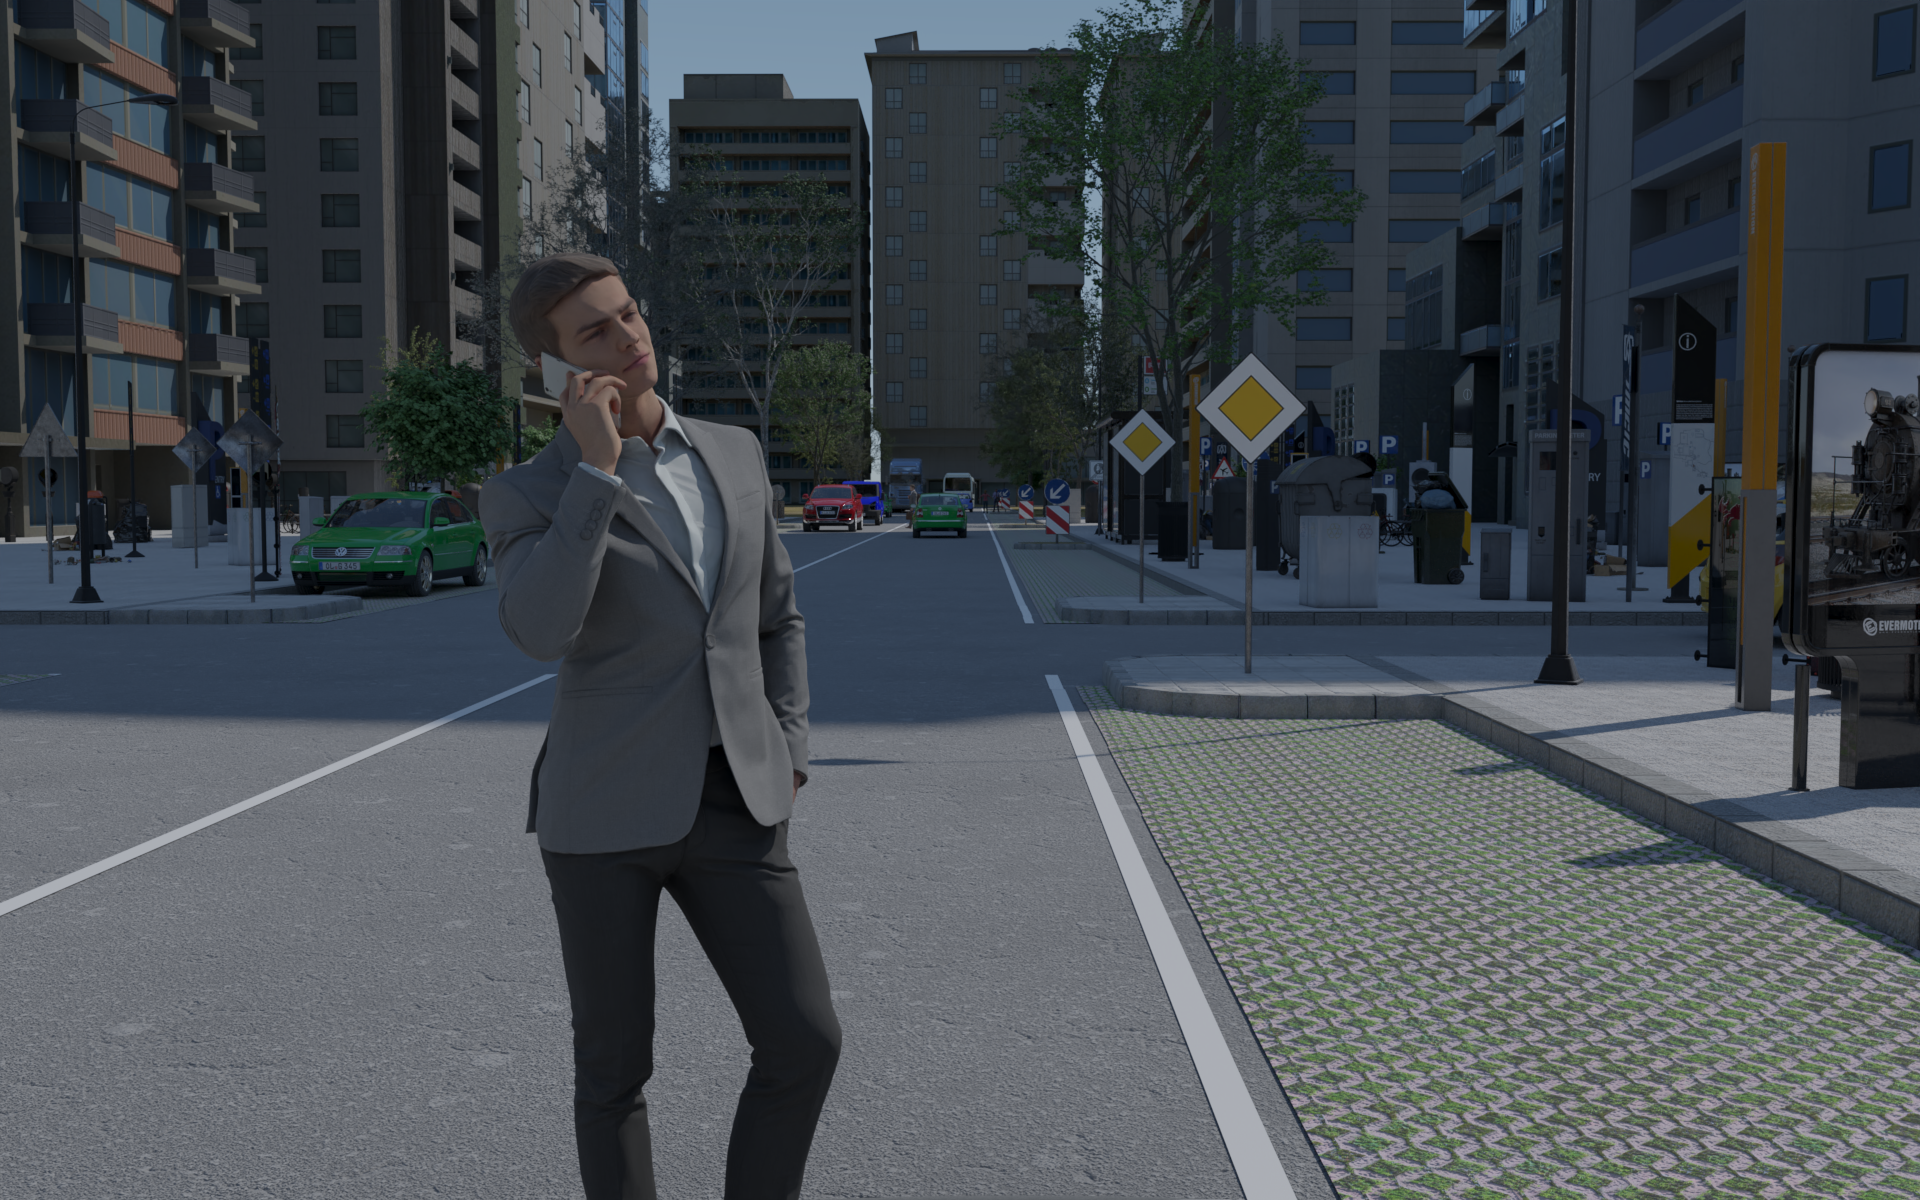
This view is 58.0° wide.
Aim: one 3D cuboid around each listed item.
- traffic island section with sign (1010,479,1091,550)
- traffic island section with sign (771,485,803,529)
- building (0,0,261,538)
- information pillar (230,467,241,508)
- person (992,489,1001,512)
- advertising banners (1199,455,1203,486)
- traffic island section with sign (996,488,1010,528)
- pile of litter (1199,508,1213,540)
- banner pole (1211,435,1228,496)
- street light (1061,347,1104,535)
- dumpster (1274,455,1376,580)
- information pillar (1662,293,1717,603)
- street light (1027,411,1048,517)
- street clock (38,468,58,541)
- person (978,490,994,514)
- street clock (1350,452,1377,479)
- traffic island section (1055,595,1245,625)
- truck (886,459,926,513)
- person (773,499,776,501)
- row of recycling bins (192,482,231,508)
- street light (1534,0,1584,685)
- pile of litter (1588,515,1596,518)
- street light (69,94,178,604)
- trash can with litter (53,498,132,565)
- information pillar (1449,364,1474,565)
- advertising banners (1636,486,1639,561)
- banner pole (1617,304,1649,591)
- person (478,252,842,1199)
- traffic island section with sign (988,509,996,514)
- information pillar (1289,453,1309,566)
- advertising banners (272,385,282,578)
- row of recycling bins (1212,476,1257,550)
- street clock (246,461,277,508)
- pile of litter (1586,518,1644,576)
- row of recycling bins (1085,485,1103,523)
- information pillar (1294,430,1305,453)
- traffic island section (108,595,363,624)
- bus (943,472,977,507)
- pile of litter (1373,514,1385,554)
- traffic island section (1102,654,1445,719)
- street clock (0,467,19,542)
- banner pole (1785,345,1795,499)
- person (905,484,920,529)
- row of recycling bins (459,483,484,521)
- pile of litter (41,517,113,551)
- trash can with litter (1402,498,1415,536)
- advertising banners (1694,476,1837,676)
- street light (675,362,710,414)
[{"bbox_3d":[2.397,-2.235,45.165,1.989,1.847,2.006,0,4,1],"label":"traffic island section with sign"},{"bbox_3d":[-7.584,-3.879,72.044,1.989,1.847,2.006,0,4,1],"label":"traffic island section with sign"},{"bbox_3d":[-37.101,-24.573,56.400,22.147,44.769,28.867,0,4,1],"label":"building"},{"bbox_3d":[-19.740,-2.622,47.355,0.304,2.012,0.304,0,4,-6],"label":"information pillar"},{"bbox_3d":[2.864,-7.879,137.192,0.709,1.838,0.599,0,4,3],"label":"person"},{"bbox_3d":[7.474,-3.652,55.898,0.090,3.025,2.074,2,4,31],"label":"advertising banners"},{"bbox_3d":[2.647,-3.923,72.776,1.989,1.847,2.006,0,4,1],"label":"traffic island section with sign"},{"bbox_3d":[7.266,-2.127,48.740,1.719,0.858,1.176,-2,4,-32],"label":"pile of litter"},{"bbox_3d":[10.901,-5.090,73.234,0.863,3.779,0.401,1,4,15],"label":"banner pole"},{"bbox_3d":[3.888,-5.032,54.820,1.470,5.913,1.316,0,4,1],"label":"street light"},{"bbox_3d":[5.604,-1.274,26.591,1.264,1.857,1.865,0,4,1],"label":"dumpster"},{"bbox_3d":[8.573,-1.771,20.315,0.504,3.616,0.183,0,4,3],"label":"information pillar"},{"bbox_3d":[4.234,-7.515,95.406,1.470,5.913,1.316,0,4,1],"label":"street light"},{"bbox_3d":[-24.926,-2.618,47.379,0.471,2.002,0.358,-2,4,-30],"label":"street clock"},{"bbox_3d":[1.891,-7.202,126.965,1.217,1.743,0.721,1,4,13],"label":"person"},{"bbox_3d":[6.912,-1.546,29.843,0.471,2.002,0.358,0,4,-2],"label":"street clock"},{"bbox_3d":[2.155,0.116,20.389,2.009,0.180,2.903,0,4,1],"label":"traffic island section"},{"bbox_3d":[-3.959,-9.000,136.906,2.967,4.110,18.799,0,4,1],"label":"truck"},{"bbox_3d":[-18.780,-10.189,175.811,0.721,1.743,1.217,-2,4,-32],"label":"person"},{"bbox_3d":[-24.118,-2.981,55.848,1.069,1.692,3.534,-1,4,-11],"label":"row of recycling bins"},{"bbox_3d":[3.533,-2.390,11.617,1.470,5.913,1.316,0,4,1],"label":"street light"},{"bbox_3d":[13.059,-1.391,36.701,1.176,0.858,1.719,1,4,19],"label":"pile of litter"},{"bbox_3d":[-9.773,-2.919,20.260,1.470,5.913,1.316,0,4,1],"label":"street light"},{"bbox_3d":[-16.324,-1.293,32.198,1.678,1.210,2.233,0,4,-4],"label":"trash can with litter"},{"bbox_3d":[9.010,-2.432,31.115,0.504,3.616,0.183,-2,4,-29],"label":"information pillar"},{"bbox_3d":[13.076,-2.261,33.153,0.090,3.025,2.074,2,4,34],"label":"advertising banners"},{"bbox_3d":[8.826,-2.005,22.800,0.401,3.779,0.863,3,4,39],"label":"banner pole"},{"bbox_3d":[-0.455,0.360,2.788,0.592,1.802,0.473,-1,4,-20],"label":"person"},{"bbox_3d":[3.113,-6.992,122.942,1.989,1.847,2.006,0,4,1],"label":"traffic island section with sign"},{"bbox_3d":[6.094,-1.629,31.124,0.304,2.012,0.304,1,4,15],"label":"information pillar"},{"bbox_3d":[-10.771,-1.904,27.315,0.090,3.025,2.074,-1,4,-20],"label":"advertising banners"},{"bbox_3d":[6.584,-2.099,41.432,1.069,1.692,3.534,1,4,14],"label":"row of recycling bins"},{"bbox_3d":[-14.655,-1.937,36.247,0.358,2.002,0.471,3,5,42],"label":"street clock"},{"bbox_3d":[10.104,-0.828,27.502,1.719,0.858,1.176,-1,4,-8],"label":"pile of litter"},{"bbox_3d":[7.306,-4.274,76.992,3.534,1.692,1.069,-1,4,-15],"label":"row of recycling bins"},{"bbox_3d":[12.358,-4.399,63.280,0.504,3.616,0.183,-1,4,-14],"label":"information pillar"},{"bbox_3d":[-8.386,0.109,20.491,2.009,0.180,2.903,0,4,1],"label":"traffic island section"},{"bbox_3d":[-0.032,-10.028,158.810,2.948,3.499,13.247,0,4,1],"label":"bus"},{"bbox_3d":[8.679,-1.448,37.632,1.176,0.858,1.719,1,4,22],"label":"pile of litter"},{"bbox_3d":[2.081,0.604,12.404,2.009,0.180,2.903,0,4,1],"label":"traffic island section"},{"bbox_3d":[-25.205,-2.529,45.914,0.471,2.002,0.358,1,4,14],"label":"street clock"},{"bbox_3d":[13.913,-2.382,28.968,0.401,3.779,0.863,1,4,11],"label":"banner pole"},{"bbox_3d":[-1.907,-3.863,71.622,0.822,1.834,0.622,-1,4,-20],"label":"person"},{"bbox_3d":[-17.455,-3.537,64.940,1.069,1.692,3.534,2,4,25],"label":"row of recycling bins"},{"bbox_3d":[-20.171,-1.567,39.587,1.176,0.858,1.719,3,5,40],"label":"pile of litter"},{"bbox_3d":[14.100,-2.564,53.311,0.624,1.170,1.055,-1,4,-23],"label":"trash can with litter"},{"bbox_3d":[6.129,-0.968,12.008,0.090,3.025,2.074,-3,4,-37],"label":"advertising banners"},{"bbox_3d":[-9.425,-5.407,60.943,1.470,5.913,1.316,0,4,1],"label":"street light"}]
